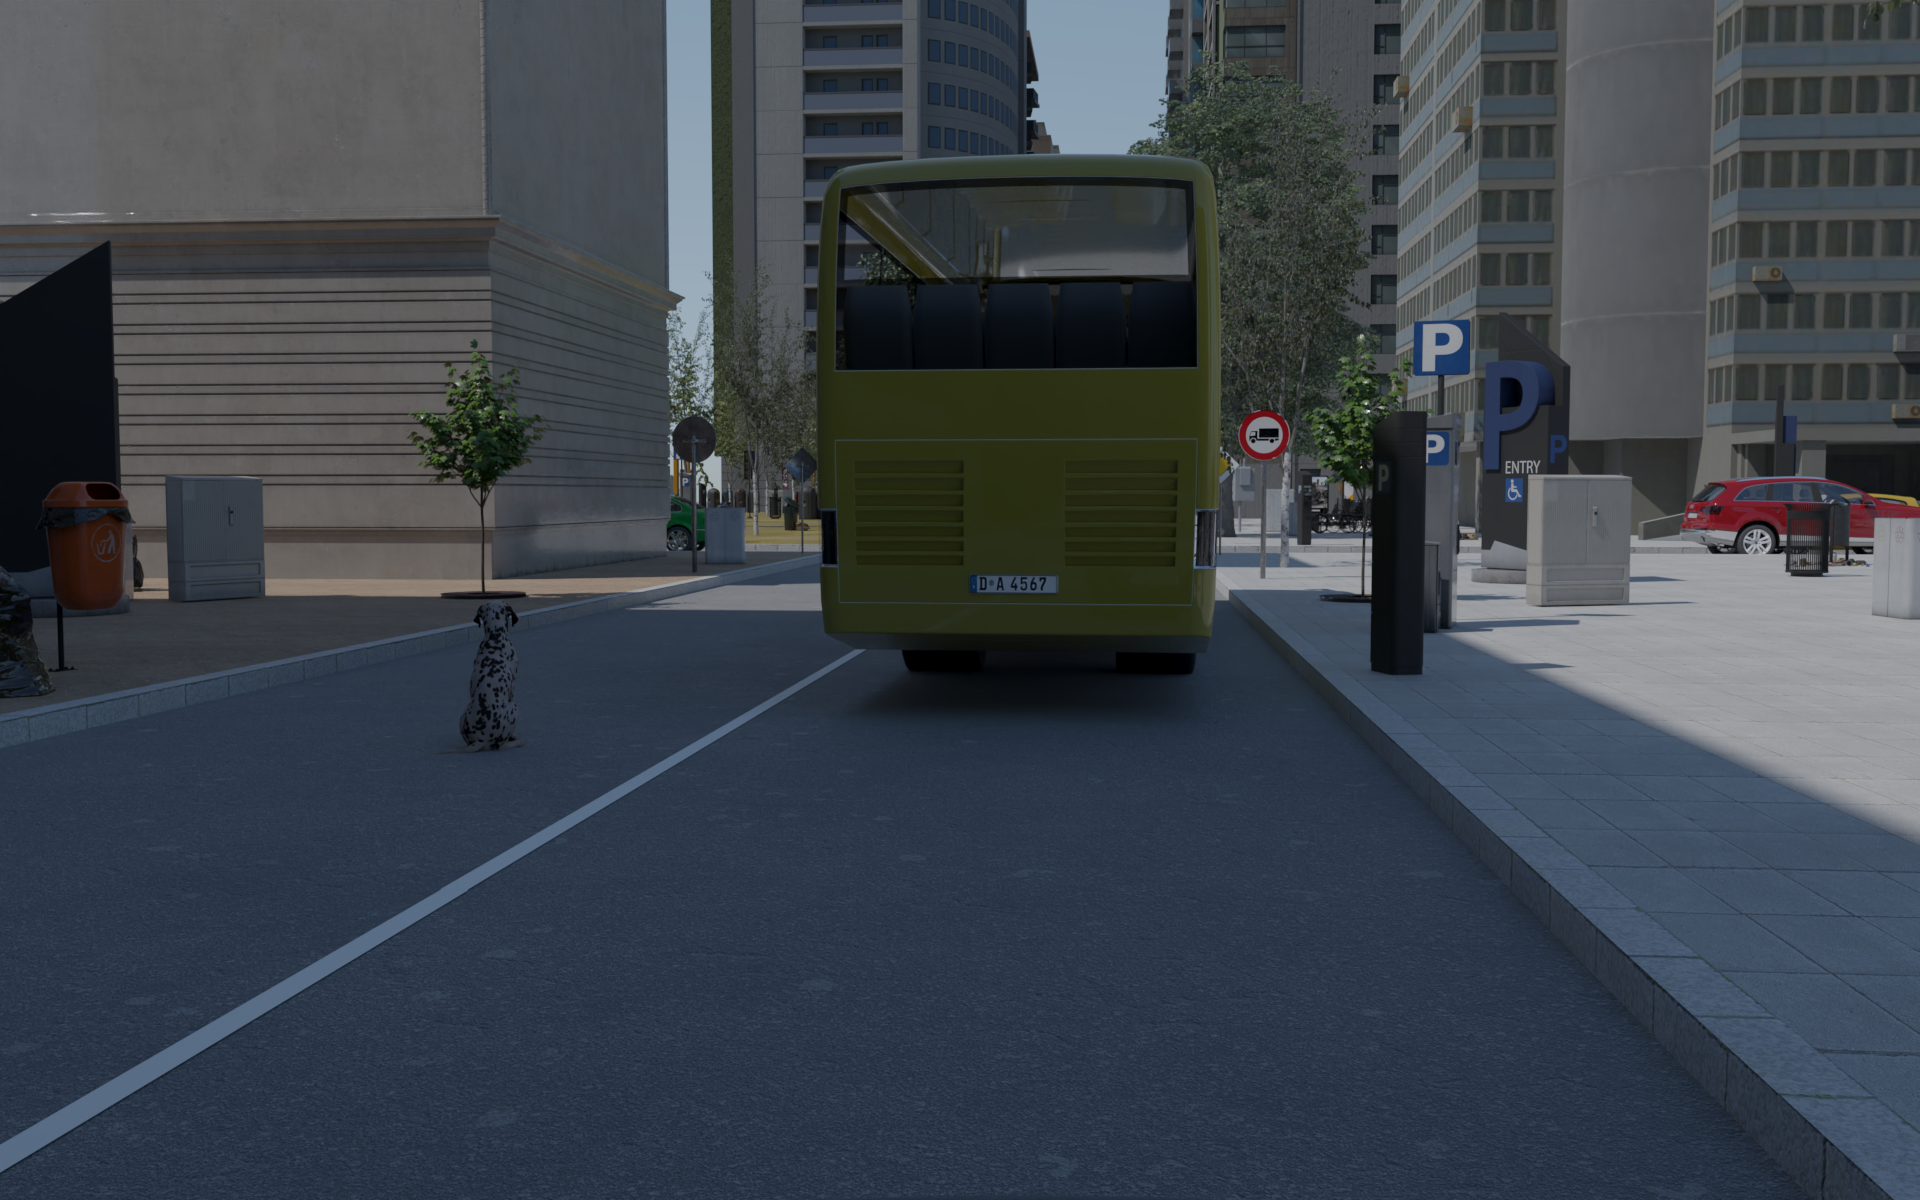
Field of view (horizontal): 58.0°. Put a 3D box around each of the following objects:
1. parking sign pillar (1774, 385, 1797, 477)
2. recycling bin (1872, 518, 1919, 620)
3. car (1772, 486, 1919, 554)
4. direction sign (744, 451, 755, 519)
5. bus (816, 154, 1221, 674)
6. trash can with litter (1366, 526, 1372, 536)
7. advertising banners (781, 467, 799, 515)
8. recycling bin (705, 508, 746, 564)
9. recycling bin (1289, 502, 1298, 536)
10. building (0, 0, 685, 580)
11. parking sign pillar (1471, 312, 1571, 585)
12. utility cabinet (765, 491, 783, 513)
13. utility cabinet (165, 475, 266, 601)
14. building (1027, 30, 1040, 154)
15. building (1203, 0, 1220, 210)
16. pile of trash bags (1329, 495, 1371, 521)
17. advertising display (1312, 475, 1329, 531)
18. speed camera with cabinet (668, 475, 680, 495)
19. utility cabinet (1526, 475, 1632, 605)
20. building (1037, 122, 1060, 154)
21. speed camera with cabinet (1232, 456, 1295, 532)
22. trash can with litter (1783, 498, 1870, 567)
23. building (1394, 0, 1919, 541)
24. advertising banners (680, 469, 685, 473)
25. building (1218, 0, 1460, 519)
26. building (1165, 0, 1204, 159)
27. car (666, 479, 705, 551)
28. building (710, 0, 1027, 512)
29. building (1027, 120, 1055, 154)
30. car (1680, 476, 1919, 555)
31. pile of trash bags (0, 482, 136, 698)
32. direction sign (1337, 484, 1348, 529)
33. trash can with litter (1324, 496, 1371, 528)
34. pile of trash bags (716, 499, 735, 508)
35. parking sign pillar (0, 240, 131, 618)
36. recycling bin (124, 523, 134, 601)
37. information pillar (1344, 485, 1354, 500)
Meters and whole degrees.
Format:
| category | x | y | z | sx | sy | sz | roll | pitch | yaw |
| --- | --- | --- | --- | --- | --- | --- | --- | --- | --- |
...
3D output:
| category | x | y | z | sx | sy | sz | roll | pitch | yaw |
| --- | --- | --- | --- | --- | --- | --- | --- | --- | --- |
| parking sign pillar | 20.658 | -3.361 | 43.432 | 1.447 | 3.967 | 1.447 | 2 | 4 | 23 |
| recycling bin | 10.014 | -0.333 | 17.994 | 0.722 | 1.027 | 0.722 | 0 | 3 | 0 |
| car | 20.351 | -1.828 | 40.108 | 3.980 | 1.641 | 2.015 | 0 | 4 | 7 |
| direction sign | -11.002 | -6.027 | 90.539 | 0.379 | 3.537 | 0.876 | 2 | 4 | 32 |
| bus | 1.067 | -1.541 | 16.734 | 2.896 | 3.916 | 12.252 | 0 | 4 | 7 |
| trash can with litter | 12.912 | -2.524 | 52.648 | 1.055 | 1.170 | 0.624 | -2 | 4 | -26 |
| advertising banners | -10.192 | -6.801 | 107.377 | 2.074 | 3.025 | 0.090 | 2 | 4 | 24 |
| recycling bin | -4.328 | -1.187 | 31.960 | 0.722 | 1.027 | 0.722 | 0 | 4 | -6 |
| recycling bin | 10.288 | -2.472 | 52.968 | 0.722 | 1.027 | 0.722 | 2 | 4 | 32 |
| building | -16.212 | -11.919 | 31.032 | 21.152 | 22.565 | 11.583 | 0 | 4 | 5 |
| parking sign pillar | 8.202 | -2.242 | 25.132 | 1.447 | 3.967 | 1.447 | -2 | 4 | -26 |
| utility cabinet | -12.231 | -6.436 | 113.912 | 1.173 | 1.500 | 0.318 | 0 | 4 | -5 |
| utility cabinet | -8.989 | -0.751 | 20.958 | 0.318 | 1.500 | 1.173 | 2 | 4 | 27 |
| building | -3.956 | -31.098 | 163.081 | 22.147 | 44.769 | 28.867 | 0 | 4 | 5 |
| building | 26.383 | -42.130 | 127.076 | 20.563 | 71.187 | 20.611 | 0 | 4 | 5 |
| pile of trash bags | 18.248 | -4.477 | 82.959 | 3.447 | 1.369 | 1.912 | 0 | 4 | -3 |
| advertising display | 12.318 | -3.361 | 60.161 | 0.974 | 1.923 | 0.123 | 2 | 4 | 25 |
| speed camera with cabinet | -13.558 | -5.443 | 83.328 | 2.038 | 3.252 | 0.660 | 3 | 5 | 43 |
| utility cabinet | 7.107 | -0.684 | 19.867 | 1.173 | 1.500 | 0.318 | -1 | 4 | -16 |
| building | 2.769 | -37.082 | 229.987 | 21.300 | 48.544 | 21.600 | 0 | 4 | 5 |
| speed camera with cabinet | 10.301 | -3.941 | 58.777 | 2.038 | 3.252 | 0.660 | 0 | 4 | -2 |
| trash can with litter | 15.494 | -1.228 | 31.142 | 2.233 | 1.210 | 1.678 | -2 | 4 | -32 |
| building | 28.660 | -22.521 | 60.106 | 23.993 | 40.220 | 32.217 | 0 | 4 | 5 |
| advertising banners | -20.155 | -7.668 | 121.563 | 2.074 | 3.025 | 0.090 | 0 | 4 | 3 |
| building | 21.159 | -19.798 | 95.402 | 14.160 | 30.474 | 14.107 | 0 | 4 | 5 |
| building | 29.375 | -32.628 | 153.068 | 23.786 | 49.044 | 30.456 | 0 | 4 | 5 |
| car | -8.001 | -2.047 | 42.259 | 4.718 | 1.807 | 1.959 | 0 | 4 | 5 |
| building | -6.116 | -36.221 | 134.211 | 21.231 | 58.520 | 28.212 | 0 | 4 | 5 |
| building | 4.446 | -34.356 | 211.831 | 14.600 | 45.320 | 14.200 | 0 | 4 | 5 |
| car | 18.671 | -1.794 | 38.002 | 5.304 | 1.827 | 2.281 | 0 | 4 | 4 |
| pile of trash bags | -6.709 | -0.085 | 11.136 | 1.912 | 1.369 | 3.447 | 1 | 4 | 17 |
| direction sign | 14.119 | -4.393 | 63.822 | 0.379 | 3.537 | 0.876 | -1 | 4 | -13 |
| trash can with litter | 15.347 | -3.365 | 66.073 | 2.233 | 1.210 | 1.678 | -3 | 5 | -41 |
| pile of trash bags | -7.475 | -2.241 | 46.394 | 3.447 | 1.369 | 1.912 | 1 | 4 | 21 |
| parking sign pillar | -9.692 | -1.834 | 18.451 | 1.447 | 3.967 | 1.447 | -1 | 4 | -19 |
| recycling bin | -10.296 | -0.488 | 20.541 | 0.722 | 1.027 | 0.722 | 0 | 4 | -8 |
| information pillar | 19.214 | -5.761 | 85.553 | 0.504 | 3.616 | 0.183 | 3 | 5 | 39 |
